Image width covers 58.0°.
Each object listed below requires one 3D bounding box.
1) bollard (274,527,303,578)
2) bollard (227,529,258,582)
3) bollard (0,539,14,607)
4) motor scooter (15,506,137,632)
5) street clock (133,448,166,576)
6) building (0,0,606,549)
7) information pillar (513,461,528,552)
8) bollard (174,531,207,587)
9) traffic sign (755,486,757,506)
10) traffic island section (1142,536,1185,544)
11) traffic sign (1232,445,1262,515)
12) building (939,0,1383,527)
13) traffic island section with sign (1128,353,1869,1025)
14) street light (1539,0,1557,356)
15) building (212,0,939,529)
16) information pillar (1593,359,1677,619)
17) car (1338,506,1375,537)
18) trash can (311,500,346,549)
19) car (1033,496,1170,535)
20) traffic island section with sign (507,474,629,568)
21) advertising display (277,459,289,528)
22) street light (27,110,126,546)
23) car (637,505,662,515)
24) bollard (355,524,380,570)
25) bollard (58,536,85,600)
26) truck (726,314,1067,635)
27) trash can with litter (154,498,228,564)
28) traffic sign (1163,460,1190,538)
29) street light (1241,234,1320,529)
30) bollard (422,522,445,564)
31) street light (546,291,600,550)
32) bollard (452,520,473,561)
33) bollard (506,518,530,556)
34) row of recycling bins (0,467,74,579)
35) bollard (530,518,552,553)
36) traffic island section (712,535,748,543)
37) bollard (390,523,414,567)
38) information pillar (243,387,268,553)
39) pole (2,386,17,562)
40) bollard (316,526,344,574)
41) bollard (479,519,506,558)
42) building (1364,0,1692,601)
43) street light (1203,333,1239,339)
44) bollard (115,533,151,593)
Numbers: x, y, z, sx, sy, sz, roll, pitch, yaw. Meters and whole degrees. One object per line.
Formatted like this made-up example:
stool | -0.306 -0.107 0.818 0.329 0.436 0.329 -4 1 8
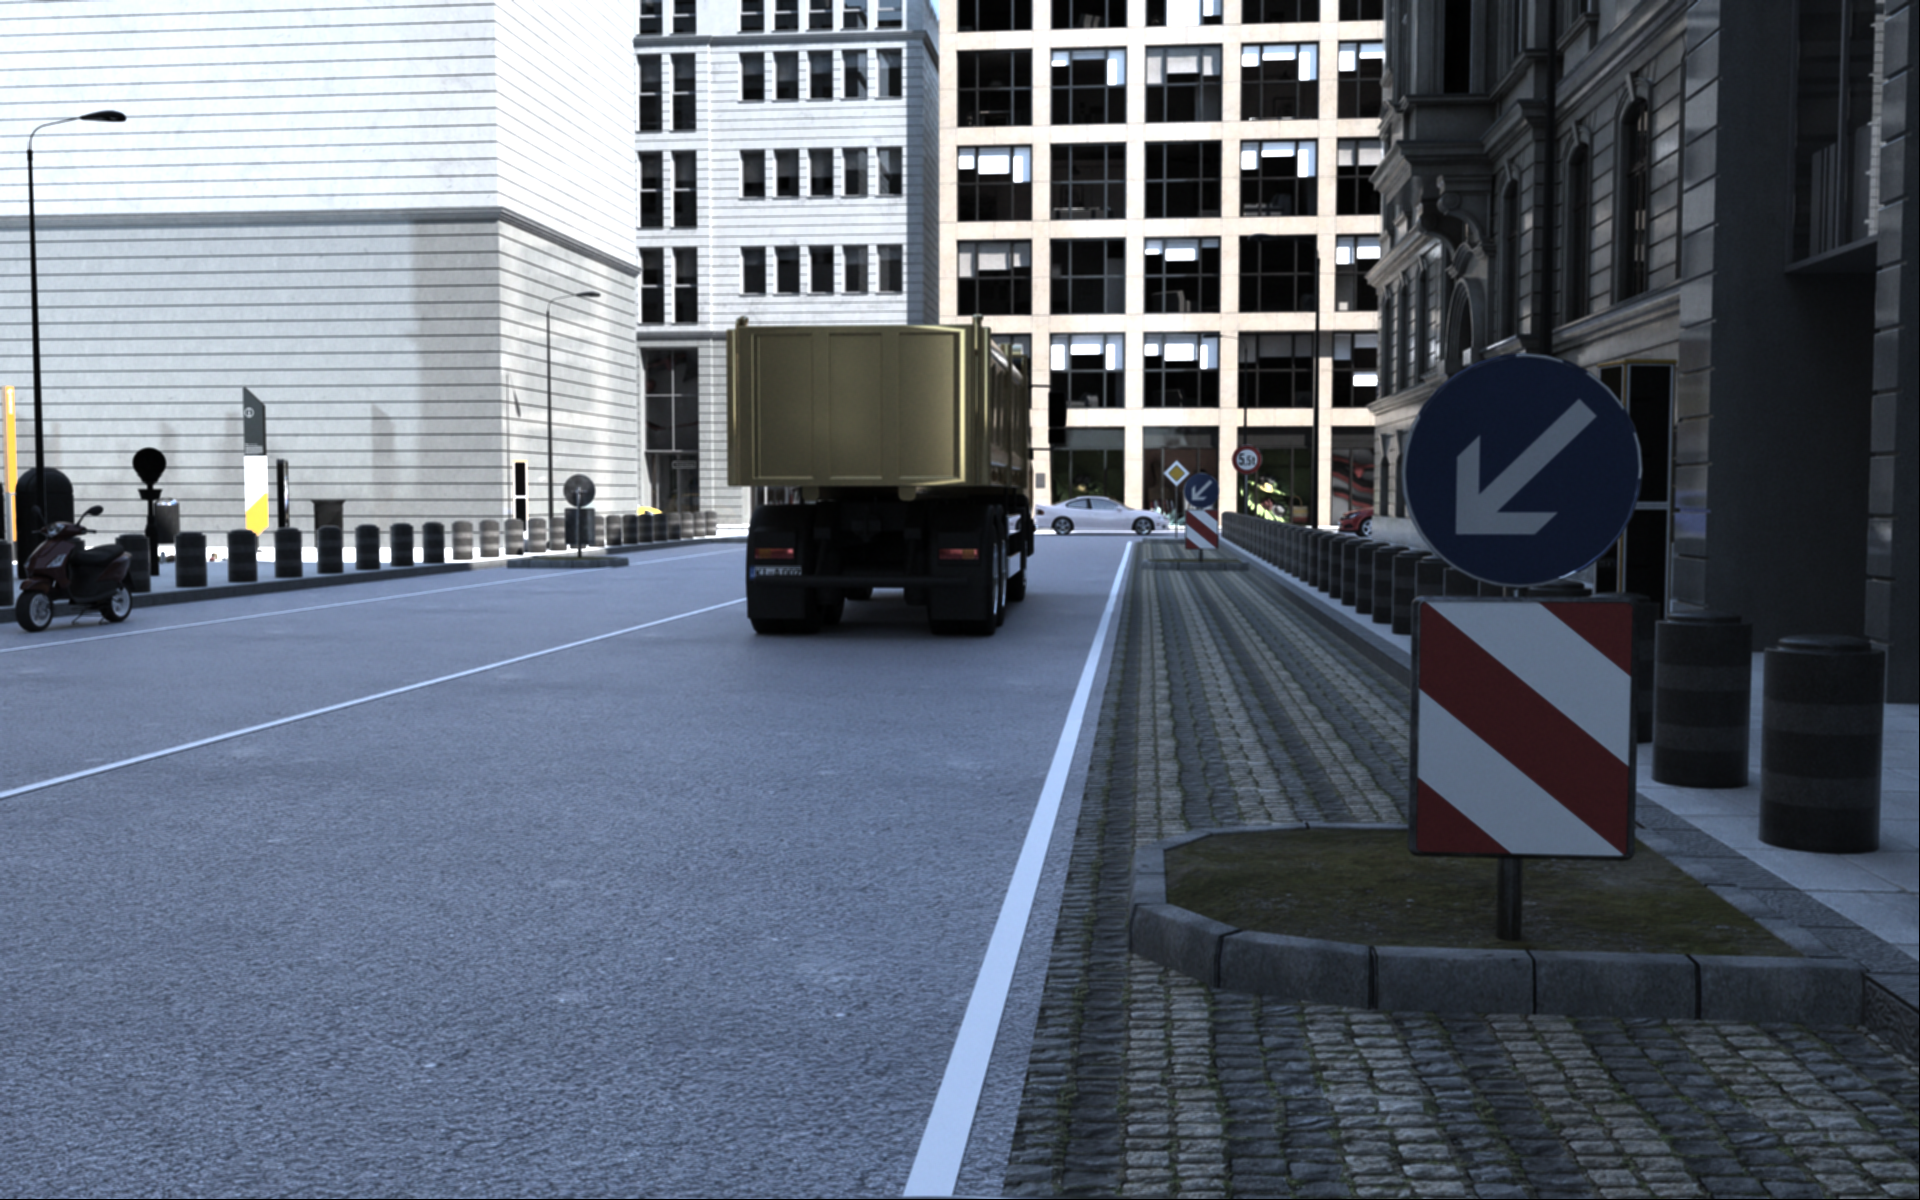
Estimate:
bollard | -10.358 -0.733 26.709 0.404 0.777 0.398 0 3 0
bollard | -10.503 -0.650 25.346 0.404 0.777 0.398 0 3 0
bollard | -11.087 -0.314 19.857 0.404 0.777 0.398 0 3 0
motor scooter | -9.550 -0.366 18.759 0.815 1.314 1.986 0 4 6
street clock | -12.708 -1.384 27.197 0.471 2.002 0.358 -2 4 -26
building | -24.765 -16.472 46.812 29.804 29.767 11.434 0 4 6
information pillar | -9.691 -2.061 38.193 0.304 2.012 0.304 -1 4 -16
bollard | -10.649 -0.567 23.980 0.404 0.777 0.398 0 3 0
traffic sign | -6.103 -2.953 51.917 0.795 2.450 0.064 0 4 6
traffic island section | 6.343 -1.735 50.651 2.009 0.180 2.903 0 4 6
traffic sign | 7.444 -2.744 44.973 0.768 2.556 0.104 1 4 11
building | 17.087 -16.635 76.496 34.151 26.468 19.350 0 4 6
traffic island section with sign | 1.561 0.180 5.683 1.989 1.847 2.006 0 4 6
street light | 3.632 -2.435 12.352 1.470 5.913 1.316 0 4 6
building | -15.554 -18.289 76.523 29.804 29.767 11.434 0 4 6
information pillar | 3.737 -0.314 9.629 0.304 2.012 0.304 0 4 -8
car | 14.579 -2.892 56.323 4.494 1.783 2.155 0 4 6
trash can | -14.239 -1.677 39.074 0.748 1.137 0.748 0 3 0
car | 4.981 -2.973 60.972 4.827 1.381 2.083 0 4 5
traffic island section with sign | -7.681 -1.572 34.327 1.989 1.847 2.006 0 4 6
advertising display | -12.624 -1.658 32.318 0.123 1.923 0.974 -1 4 -17
street light | -10.794 -2.975 21.186 1.470 5.913 1.316 0 4 6
car | -13.197 -3.413 66.028 3.980 1.641 2.015 0 4 8
bollard | -10.068 -0.900 29.436 0.404 0.777 0.398 0 3 0
bollard | -10.941 -0.399 21.234 0.404 0.777 0.398 0 3 0
truck | -0.538 -1.554 21.328 3.469 3.379 9.791 0 4 5
trash can with litter | -14.732 -1.346 33.064 1.678 1.210 2.233 2 4 26
traffic sign | 6.319 -2.871 50.576 0.795 2.450 0.064 0 4 6
street light | 5.835 -3.577 31.024 1.470 5.913 1.316 0 4 6
bollard | -9.775 -1.067 32.157 0.404 0.777 0.398 0 3 0
street light | -8.923 -4.117 39.859 1.470 5.913 1.316 0 4 6
bollard | -9.631 -1.150 33.527 0.404 0.777 0.398 0 3 0
bollard | -9.337 -1.318 36.273 0.404 0.777 0.398 0 3 0
row of recycling bins | -15.169 -1.149 25.897 3.534 1.692 1.069 -1 4 -16
bollard | -9.191 -1.402 37.634 0.404 0.777 0.398 0 3 0
traffic island section | -6.127 -1.817 51.981 2.009 0.180 2.903 0 4 6
bollard | -9.924 -0.983 30.797 0.404 0.777 0.398 0 3 0
information pillar | -15.415 -2.845 37.876 0.504 3.616 0.183 1 4 10
pole | -18.034 -2.389 32.897 0.158 3.312 0.155 0 3 0
bollard | -10.212 -0.817 28.072 0.404 0.777 0.398 0 3 0
bollard | -9.481 -1.234 34.899 0.404 0.777 0.398 0 3 0
building | 14.959 -12.952 30.850 14.460 24.649 34.723 0 4 6
street light | 7.716 -4.749 50.192 1.470 5.913 1.316 0 4 6
bollard | -10.795 -0.483 22.612 0.404 0.777 0.398 0 3 0
